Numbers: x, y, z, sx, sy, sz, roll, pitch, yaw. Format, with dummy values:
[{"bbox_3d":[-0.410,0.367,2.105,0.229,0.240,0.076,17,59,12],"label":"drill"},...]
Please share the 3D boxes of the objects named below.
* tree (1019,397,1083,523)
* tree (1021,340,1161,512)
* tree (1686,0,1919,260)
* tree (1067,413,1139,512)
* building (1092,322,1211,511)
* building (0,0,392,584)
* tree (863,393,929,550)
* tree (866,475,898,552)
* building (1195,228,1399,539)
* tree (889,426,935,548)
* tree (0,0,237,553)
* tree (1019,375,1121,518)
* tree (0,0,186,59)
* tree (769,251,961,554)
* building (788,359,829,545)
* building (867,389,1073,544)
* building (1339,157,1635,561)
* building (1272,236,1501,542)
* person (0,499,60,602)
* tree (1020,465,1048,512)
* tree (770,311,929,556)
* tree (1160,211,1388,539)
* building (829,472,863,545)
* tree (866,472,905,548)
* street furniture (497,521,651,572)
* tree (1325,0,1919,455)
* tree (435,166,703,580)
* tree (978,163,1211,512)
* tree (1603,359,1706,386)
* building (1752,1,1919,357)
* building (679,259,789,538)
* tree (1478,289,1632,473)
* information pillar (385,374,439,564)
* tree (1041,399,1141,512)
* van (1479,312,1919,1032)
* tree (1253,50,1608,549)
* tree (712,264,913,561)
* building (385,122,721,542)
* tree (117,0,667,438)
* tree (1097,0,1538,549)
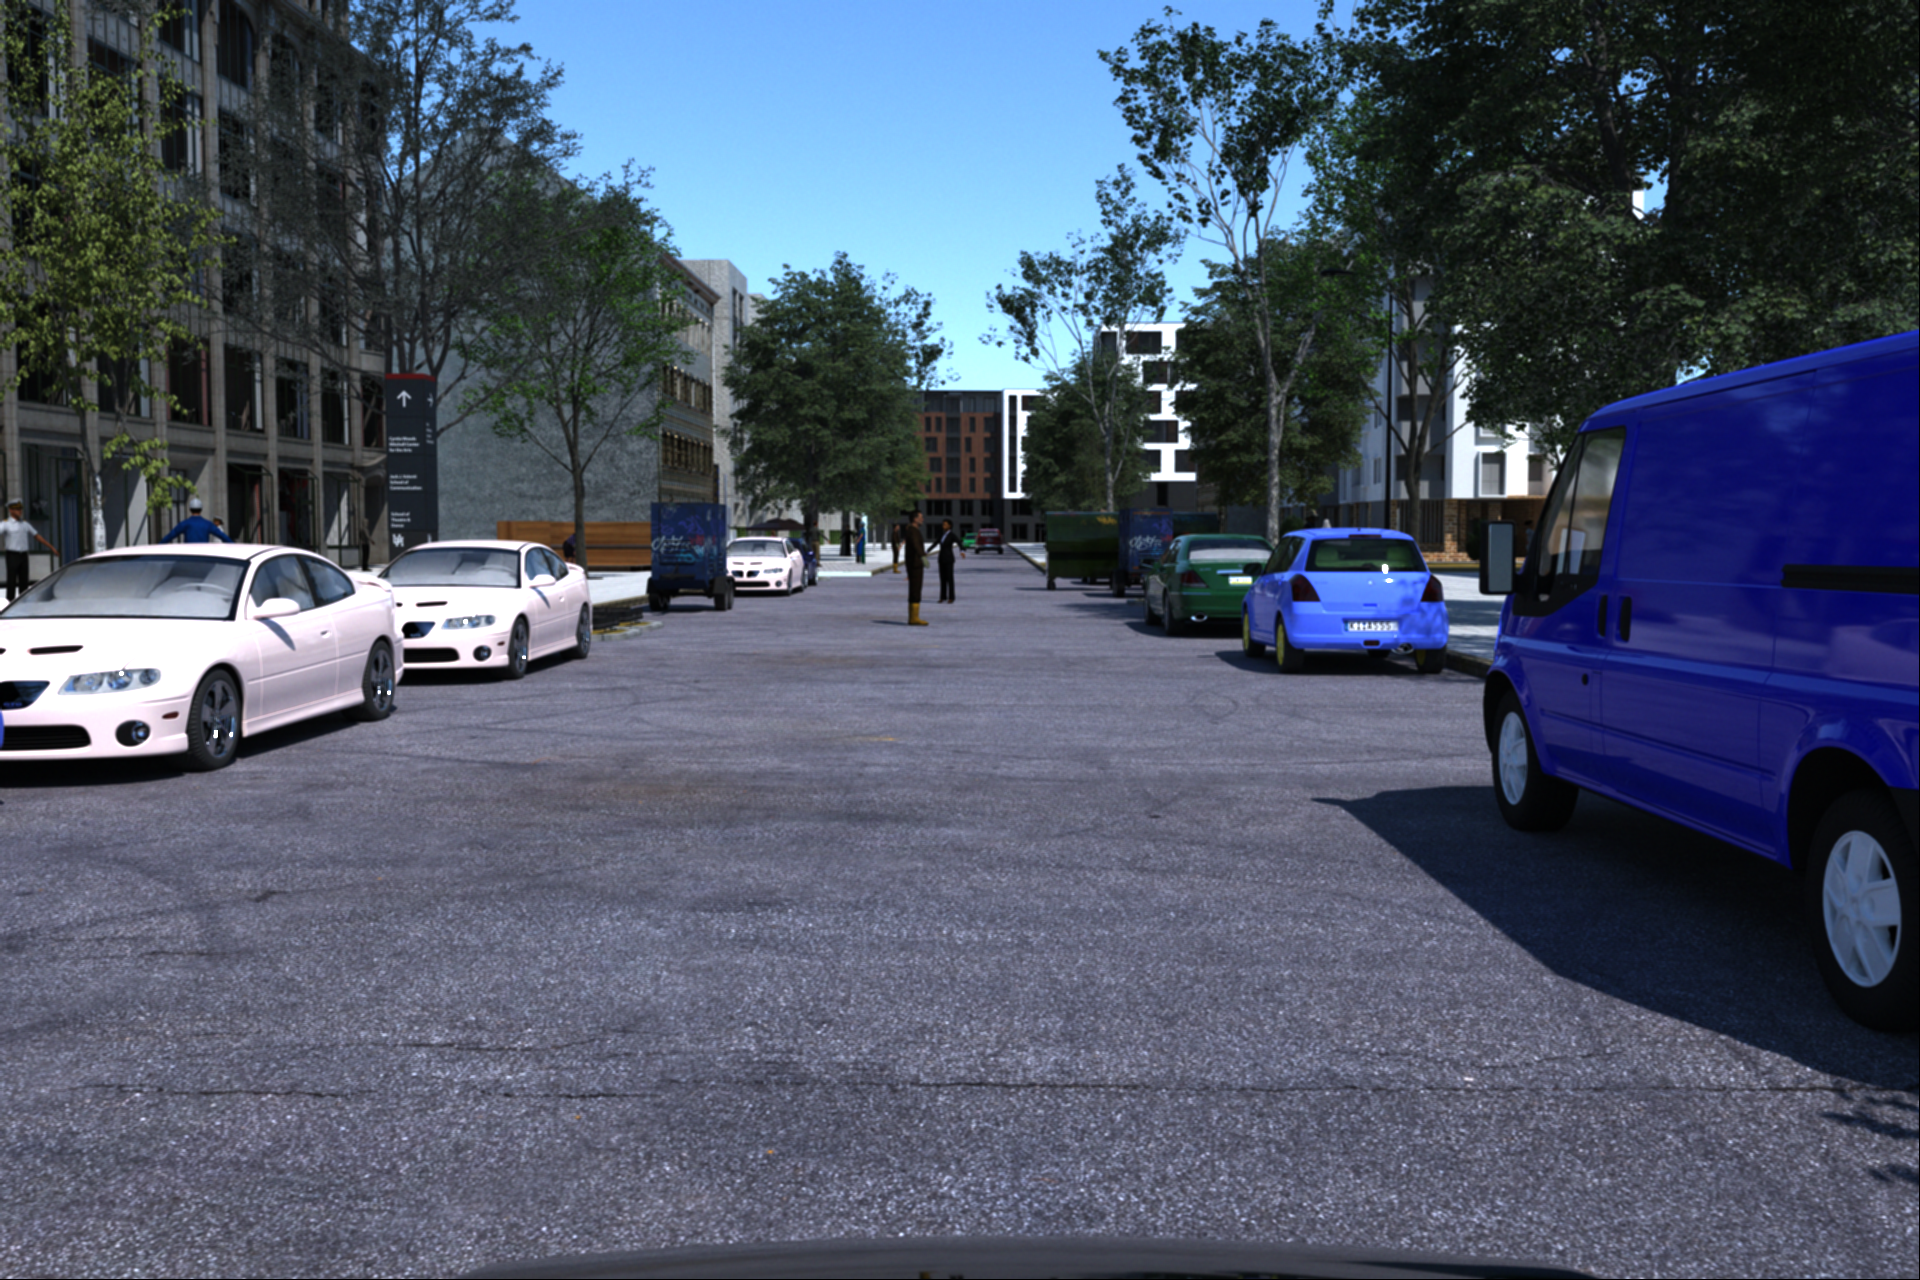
[{"bbox_3d":[9.479,-15.026,152.323,9.857,13.997,8.962,0,3,0],"label":"tree"},{"bbox_3d":[8.728,-12.781,115.630,9.857,13.997,8.962,0,3,0],"label":"tree"},{"bbox_3d":[9.540,-4.879,14.188,7.601,10.594,8.767,-2,4,-23],"label":"tree"},{"bbox_3d":[8.112,-9.456,104.960,4.360,8.622,3.978,0,3,0],"label":"tree"},{"bbox_3d":[27.765,-20.749,183.214,27.936,21.610,32.646,0,4,1],"label":"building"},{"bbox_3d":[-28.909,-14.299,50.443,14.369,24.946,33.146,0,4,2],"label":"building"},{"bbox_3d":[-6.085,-13.399,137.198,7.486,12.596,7.792,0,3,0],"label":"tree"},{"bbox_3d":[-6.172,-10.797,126.895,4.360,8.622,3.978,0,3,0],"label":"tree"},{"bbox_3d":[27.780,-18.152,127.713,19.493,23.208,18.063,0,4,1],"label":"building"},{"bbox_3d":[-6.015,-14.368,160.676,9.928,11.665,9.643,0,3,0],"label":"tree"},{"bbox_3d":[-11.288,-4.399,22.282,4.737,8.622,4.395,0,3,0],"label":"tree"},{"bbox_3d":[9.431,-14.220,139.155,9.857,13.997,8.962,0,3,0],"label":"tree"},{"bbox_3d":[-11.412,-6.294,13.277,12.009,13.543,11.850,0,3,0],"label":"tree"},{"bbox_3d":[-6.315,-15.817,114.505,12.611,20.169,13.585,0,3,0],"label":"tree"},{"bbox_3d":[-24.053,-19.813,190.402,16.747,18.905,31.486,0,4,0],"label":"building"},{"bbox_3d":[2.863,-25.004,255.239,32.646,21.610,27.936,0,4,-5],"label":"building"},{"bbox_3d":[25.925,-14.500,93.501,16.016,20.090,11.380,0,4,1],"label":"building"},{"bbox_3d":[25.277,-15.571,111.011,16.016,20.090,11.380,0,4,2],"label":"building"},{"bbox_3d":[-15.372,-1.375,28.267,0.704,1.855,1.343,2,4,26],"label":"person"},{"bbox_3d":[9.138,-14.085,164.708,7.601,10.594,8.767,0,4,-6],"label":"tree"},{"bbox_3d":[-6.657,-11.775,99.170,9.857,13.997,8.962,0,3,0],"label":"tree"},{"bbox_3d":[12.650,-10.005,70.230,9.857,13.997,8.962,0,3,0],"label":"tree"},{"bbox_3d":[-22.348,-21.883,224.244,16.747,18.905,31.486,0,4,2],"label":"building"},{"bbox_3d":[-6.286,-11.923,145.309,4.737,8.622,4.395,0,3,0],"label":"tree"},{"bbox_3d":[-13.986,-3.444,63.156,11.010,1.723,9.812,1,4,8],"label":"street furniture"},{"bbox_3d":[10.036,-7.206,24.480,9.857,13.997,8.962,0,3,0],"label":"tree"},{"bbox_3d":[-10.905,-7.538,49.001,9.928,11.665,9.643,0,3,0],"label":"tree"},{"bbox_3d":[7.331,-14.404,91.402,12.611,20.169,13.585,0,3,0],"label":"tree"},{"bbox_3d":[25.400,-6.834,62.100,4.360,8.622,3.978,0,3,0],"label":"tree"},{"bbox_3d":[28.682,-13.121,42.253,11.050,23.595,19.941,0,4,1],"label":"building"},{"bbox_3d":[-22.896,-15.977,127.674,16.747,18.905,31.486,0,4,1],"label":"building"},{"bbox_3d":[25.092,-8.895,71.191,9.928,11.665,9.643,0,3,0],"label":"tree"},{"bbox_3d":[-8.935,-2.380,28.285,0.750,3.857,0.750,0,4,0],"label":"information pillar"},{"bbox_3d":[9.426,-12.351,127.697,9.928,11.665,9.643,0,3,0],"label":"tree"},{"bbox_3d":[3.565,-0.137,6.619,2.240,2.365,5.245,0,3,0],"label":"van"},{"bbox_3d":[9.995,-6.848,37.725,9.928,11.665,9.643,0,3,0],"label":"tree"},{"bbox_3d":[-6.956,-10.790,83.076,9.857,13.997,8.962,0,3,0],"label":"tree"},{"bbox_3d":[-25.130,-16.554,101.591,19.493,23.208,18.063,0,4,1],"label":"building"},{"bbox_3d":[-11.174,-7.619,34.935,12.009,13.543,11.850,0,3,0],"label":"tree"},{"bbox_3d":[11.052,-12.149,54.523,12.611,20.169,13.585,0,3,0],"label":"tree"}]
